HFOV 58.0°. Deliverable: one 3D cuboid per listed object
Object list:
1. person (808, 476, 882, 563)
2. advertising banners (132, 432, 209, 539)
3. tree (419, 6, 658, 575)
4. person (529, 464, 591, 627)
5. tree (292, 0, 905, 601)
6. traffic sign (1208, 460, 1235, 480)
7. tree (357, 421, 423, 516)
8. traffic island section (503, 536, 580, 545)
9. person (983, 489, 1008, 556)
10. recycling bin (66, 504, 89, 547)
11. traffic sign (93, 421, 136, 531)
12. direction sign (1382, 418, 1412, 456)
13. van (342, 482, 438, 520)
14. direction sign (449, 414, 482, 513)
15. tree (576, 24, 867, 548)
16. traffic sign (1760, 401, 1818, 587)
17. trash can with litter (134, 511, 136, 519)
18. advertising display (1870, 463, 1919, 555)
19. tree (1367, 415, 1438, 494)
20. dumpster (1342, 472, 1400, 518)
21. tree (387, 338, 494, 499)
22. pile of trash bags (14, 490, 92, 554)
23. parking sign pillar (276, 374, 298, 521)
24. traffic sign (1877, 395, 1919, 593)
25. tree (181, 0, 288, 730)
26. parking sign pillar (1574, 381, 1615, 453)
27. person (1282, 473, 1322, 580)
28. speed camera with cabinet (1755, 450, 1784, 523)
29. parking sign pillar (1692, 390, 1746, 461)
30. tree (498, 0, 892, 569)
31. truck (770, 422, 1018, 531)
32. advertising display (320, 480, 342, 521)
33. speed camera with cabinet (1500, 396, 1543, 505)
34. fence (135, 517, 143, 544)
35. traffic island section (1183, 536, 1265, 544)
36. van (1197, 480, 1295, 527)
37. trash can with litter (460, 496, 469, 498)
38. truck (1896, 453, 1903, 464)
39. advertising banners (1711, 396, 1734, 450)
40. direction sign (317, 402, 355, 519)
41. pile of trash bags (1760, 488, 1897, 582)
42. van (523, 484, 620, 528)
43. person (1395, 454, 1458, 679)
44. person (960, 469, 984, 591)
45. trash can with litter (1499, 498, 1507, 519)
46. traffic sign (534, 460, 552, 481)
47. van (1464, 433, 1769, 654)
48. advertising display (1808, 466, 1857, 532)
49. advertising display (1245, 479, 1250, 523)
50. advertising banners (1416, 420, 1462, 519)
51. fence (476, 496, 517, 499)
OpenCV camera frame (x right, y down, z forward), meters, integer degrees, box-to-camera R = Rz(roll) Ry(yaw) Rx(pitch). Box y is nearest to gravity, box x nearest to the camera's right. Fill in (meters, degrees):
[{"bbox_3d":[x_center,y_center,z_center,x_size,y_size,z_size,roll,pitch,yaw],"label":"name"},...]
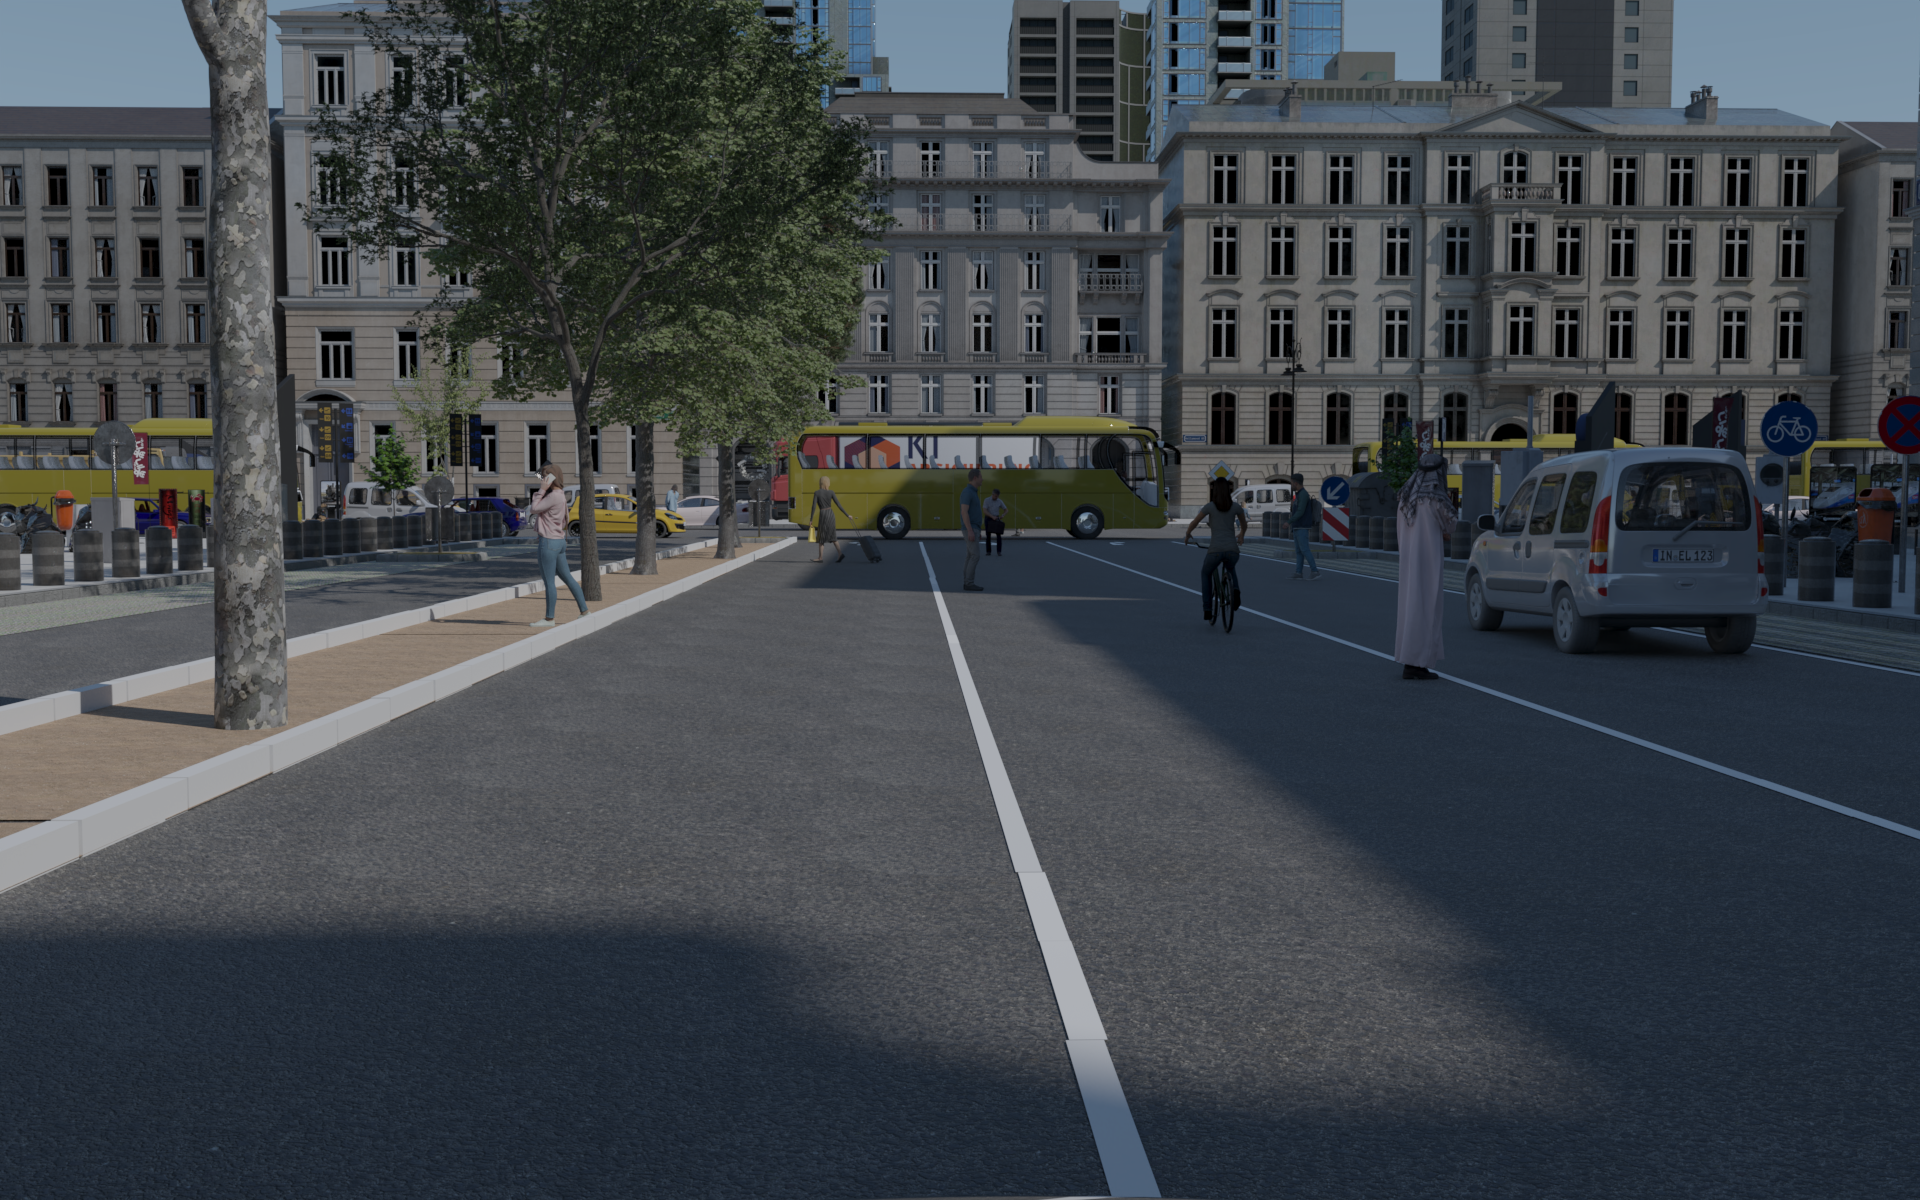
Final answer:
[{"bbox_3d":[-2.443,-1.674,36.085,1.509,1.804,0.699,1,4,18],"label":"person"},{"bbox_3d":[-22.561,-3.254,49.391,2.074,3.025,0.090,-2,4,-32],"label":"advertising banners"},{"bbox_3d":[-5.684,-6.733,30.673,7.486,12.596,7.792,0,3,0],"label":"tree"},{"bbox_3d":[-4.311,-0.586,18.675,0.643,1.750,0.593,0,3,0],"label":"person"},{"bbox_3d":[-4.903,-5.276,23.126,8.767,10.594,7.601,0,4,-2],"label":"tree"},{"bbox_3d":[7.715,-2.907,51.176,0.795,2.450,0.064,0,4,-2],"label":"traffic sign"},{"bbox_3d":[-15.231,-3.154,46.172,1.663,3.219,1.824,0,3,0],"label":"tree"},{"bbox_3d":[-12.044,-1.734,50.629,2.009,0.180,2.903,0,4,-2],"label":"traffic island section"},{"bbox_3d":[0.831,-1.810,40.299,0.614,1.554,0.590,-1,4,-11],"label":"person"},{"bbox_3d":[-21.042,-1.785,41.736,0.722,1.027,0.722,3,5,44],"label":"recycling bin"},{"bbox_3d":[-14.692,-1.835,30.103,0.768,2.556,0.104,0,4,3],"label":"traffic sign"},{"bbox_3d":[13.055,-3.658,51.810,0.876,3.537,0.379,1,4,16],"label":"direction sign"},{"bbox_3d":[-18.713,-3.157,58.633,4.112,2.044,2.013,0,4,-2],"label":"van"},{"bbox_3d":[-13.945,-3.482,48.929,0.876,3.537,0.379,-2,4,-26],"label":"direction sign"},{"bbox_3d":[-6.327,-8.321,45.923,7.806,13.903,7.818,0,3,0],"label":"tree"},{"bbox_3d":[11.327,-1.447,23.758,0.768,2.556,0.104,0,4,4],"label":"traffic sign"},{"bbox_3d":[-22.241,-2.086,45.492,1.055,1.170,0.624,0,4,-1],"label":"trash can with litter"},{"bbox_3d":[19.751,-1.919,36.586,0.974,1.923,0.123,3,5,41],"label":"advertising display"},{"bbox_3d":[11.029,-2.937,42.626,1.663,3.219,1.824,0,3,0],"label":"tree"},{"bbox_3d":[10.874,-2.439,45.636,1.264,1.857,1.865,0,4,-2],"label":"dumpster"},{"bbox_3d":[-22.624,-7.698,76.219,4.737,8.622,4.395,0,3,0],"label":"tree"},{"bbox_3d":[-20.074,-1.775,38.767,1.912,1.369,3.447,-2,4,-27],"label":"pile of trash bags"},{"bbox_3d":[-15.277,-3.050,38.346,1.447,3.967,1.447,1,4,17],"label":"parking sign pillar"},{"bbox_3d":[12.257,-1.367,22.464,0.768,2.556,0.104,0,4,7],"label":"traffic sign"},{"bbox_3d":[-5.594,-9.327,10.843,12.611,20.169,13.585,0,3,0],"label":"tree"},{"bbox_3d":[15.037,-3.218,41.083,1.447,3.967,1.447,3,5,43],"label":"parking sign pillar"},{"bbox_3d":[5.700,-1.229,28.942,0.721,1.781,0.623,0,4,-1],"label":"person"},{"bbox_3d":[18.247,-2.827,40.557,2.038,3.252,0.660,1,4,21],"label":"speed camera with cabinet"},{"bbox_3d":[19.904,-3.485,45.449,1.447,3.967,1.447,-2,4,-34],"label":"parking sign pillar"},{"bbox_3d":[-5.284,-7.197,38.261,7.486,12.596,7.792,0,3,0],"label":"tree"},{"bbox_3d":[-2.466,-4.874,68.601,11.283,4.237,2.839,0,4,-1],"label":"truck"},{"bbox_3d":[-29.614,-4.670,81.566,0.974,1.923,0.123,0,4,3],"label":"advertising display"},{"bbox_3d":[11.942,-2.518,35.513,2.038,3.252,0.660,-2,4,-35],"label":"speed camera with cabinet"},{"bbox_3d":[-21.584,-1.750,43.985,0.278,0.683,2.069,1,4,16],"label":"fence"},{"bbox_3d":[7.738,-1.772,51.254,2.009,0.180,2.903,0,4,-2],"label":"traffic island section"},{"bbox_3d":[12.048,-4.028,72.864,4.112,2.044,2.013,0,3,0],"label":"van"},{"bbox_3d":[-23.248,-4.268,81.162,0.624,1.170,1.055,0,4,-6],"label":"trash can with litter"},{"bbox_3d":[42.837,-4.828,67.845,11.283,4.237,2.839,0,4,-2],"label":"truck"},{"bbox_3d":[13.016,-2.121,30.871,2.074,3.025,0.090,-2,4,-25],"label":"advertising banners"},{"bbox_3d":[-15.502,-3.125,43.091,0.876,3.537,0.379,-3,4,-37],"label":"direction sign"},{"bbox_3d":[13.322,-1.030,26.595,1.912,1.369,3.447,0,4,-1],"label":"pile of trash bags"},{"bbox_3d":[-16.195,-3.989,72.229,4.112,2.044,2.013,0,4,0],"label":"van"},{"bbox_3d":[3.621,-0.262,13.457,0.621,1.740,0.551,-3,5,-44],"label":"person"},{"bbox_3d":[0.210,-1.051,25.815,0.434,1.807,0.598,1,4,21],"label":"person"},{"bbox_3d":[14.929,-2.259,47.996,1.678,1.210,2.233,1,4,20],"label":"trash can with litter"},{"bbox_3d":[-12.020,-2.870,50.568,0.795,2.450,0.064,0,4,-2],"label":"traffic sign"},{"bbox_3d":[6.236,-0.606,16.913,2.013,2.044,4.112,0,4,0],"label":"van"},{"bbox_3d":[20.085,-2.121,39.887,0.974,1.923,0.123,2,4,24],"label":"advertising display"},{"bbox_3d":[12.552,-4.310,75.685,0.123,1.923,0.974,1,4,15],"label":"advertising display"},{"bbox_3d":[11.509,-2.716,40.593,0.090,3.025,2.074,-3,4,-38],"label":"advertising banners"},{"bbox_3d":[-22.728,-4.509,84.931,2.264,1.192,0.480,1,4,9],"label":"fence"}]
